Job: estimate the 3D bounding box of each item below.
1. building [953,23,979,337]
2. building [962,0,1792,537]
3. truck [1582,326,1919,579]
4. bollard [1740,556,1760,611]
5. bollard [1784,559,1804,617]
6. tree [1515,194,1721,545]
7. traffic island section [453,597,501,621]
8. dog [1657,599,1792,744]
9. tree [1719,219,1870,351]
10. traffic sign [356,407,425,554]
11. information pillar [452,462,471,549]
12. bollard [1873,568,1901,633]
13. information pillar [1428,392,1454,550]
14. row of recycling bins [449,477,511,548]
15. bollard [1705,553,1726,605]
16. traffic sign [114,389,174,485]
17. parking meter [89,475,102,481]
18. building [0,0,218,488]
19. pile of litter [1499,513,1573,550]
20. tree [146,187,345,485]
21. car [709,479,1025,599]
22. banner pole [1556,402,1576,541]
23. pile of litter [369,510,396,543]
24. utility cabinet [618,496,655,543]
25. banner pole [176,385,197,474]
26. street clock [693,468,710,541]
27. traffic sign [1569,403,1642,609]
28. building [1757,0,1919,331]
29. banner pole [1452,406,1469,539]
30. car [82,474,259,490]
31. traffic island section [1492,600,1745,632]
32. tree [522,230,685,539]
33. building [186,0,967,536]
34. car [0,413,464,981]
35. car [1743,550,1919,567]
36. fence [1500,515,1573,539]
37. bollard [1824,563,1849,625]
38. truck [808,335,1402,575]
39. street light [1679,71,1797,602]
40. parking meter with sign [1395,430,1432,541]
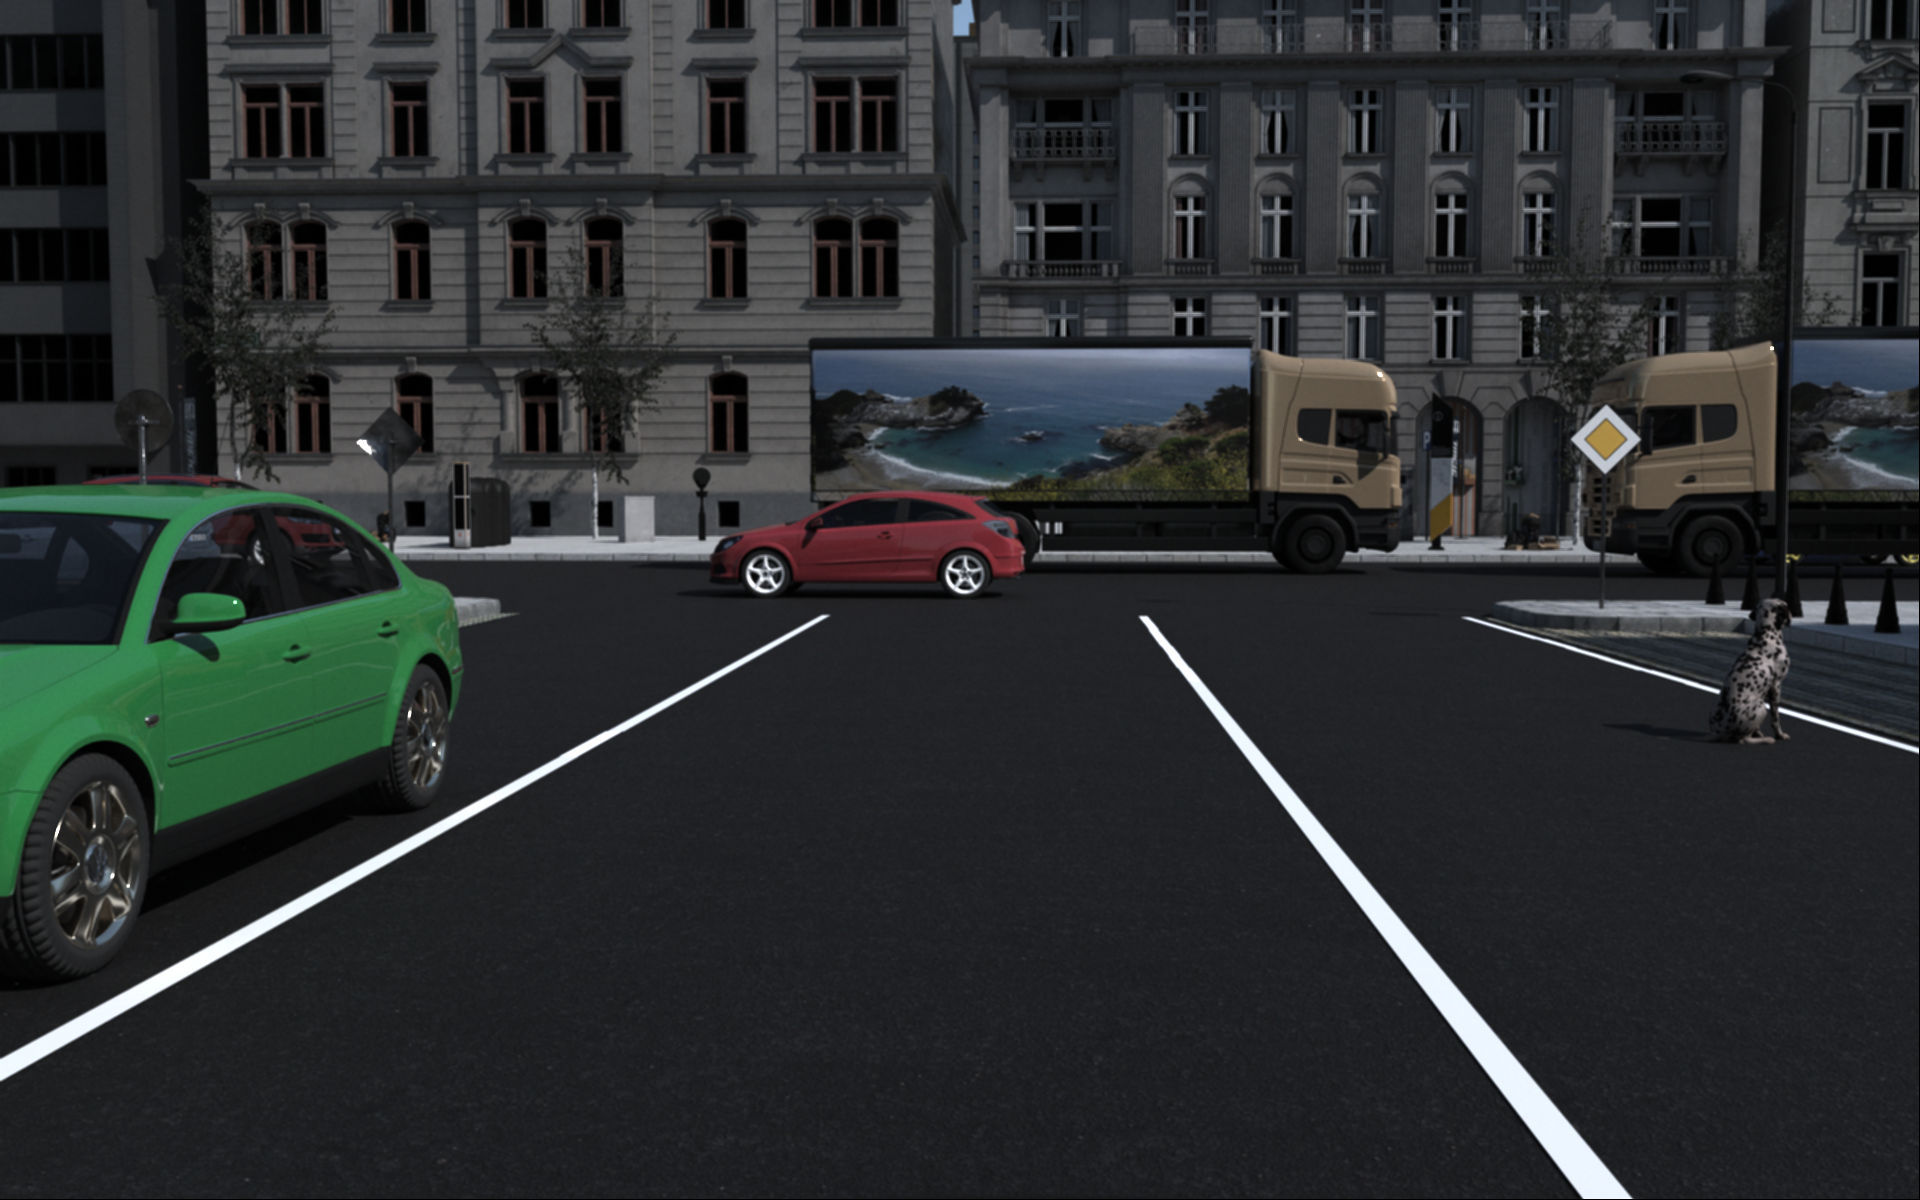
[{"bbox_3d":[-5.514,-41.532,221.044,28.212,58.520,21.231,0,4,3],"label":"building"},{"bbox_3d":[12.394,-13.193,57.506,24.055,21.916,13.314,0,4,3],"label":"building"},{"bbox_3d":[16.169,-2.519,30.103,11.283,4.237,2.839,0,4,3],"label":"truck"},{"bbox_3d":[8.748,-0.189,19.133,0.229,0.601,0.229,0,3,0],"label":"bollard"},{"bbox_3d":[8.698,-0.125,18.093,0.229,0.601,0.229,0,3,0],"label":"bollard"},{"bbox_3d":[15.830,-5.705,43.641,4.360,8.622,3.978,0,3,0],"label":"tree"},{"bbox_3d":[-6.588,0.137,20.045,2.009,0.180,2.903,0,4,3],"label":"traffic island section"},{"bbox_3d":[4.492,0.411,10.119,0.800,0.831,0.513,1,4,9],"label":"dog"},{"bbox_3d":[21.700,-5.874,46.400,4.360,8.622,3.978,0,3,0],"label":"tree"},{"bbox_3d":[-6.564,-0.999,19.982,0.795,2.450,0.064,0,4,3],"label":"traffic sign"},{"bbox_3d":[-11.608,-2.193,40.349,0.304,2.012,0.304,0,4,4],"label":"information pillar"},{"bbox_3d":[8.594,0.001,16.032,0.229,0.601,0.229,0,3,0],"label":"bollard"},{"bbox_3d":[10.997,-2.950,39.580,0.504,3.616,0.183,2,4,29],"label":"information pillar"},{"bbox_3d":[-11.854,-2.194,42.979,1.069,1.692,3.534,0,4,-2],"label":"row of recycling bins"},{"bbox_3d":[8.798,-0.252,20.158,0.229,0.601,0.229,0,3,0],"label":"bollard"},{"bbox_3d":[-9.899,-1.278,21.005,0.768,2.556,0.104,0,4,8],"label":"traffic sign"},{"bbox_3d":[-25.879,-2.825,51.902,0.399,1.863,0.255,3,5,42],"label":"parking meter"},{"bbox_3d":[-39.115,-14.765,60.470,30.058,24.678,14.314,0,4,3],"label":"building"},{"bbox_3d":[13.275,-1.582,39.835,1.719,0.858,1.176,1,4,10],"label":"pile of litter"},{"bbox_3d":[-17.607,-5.647,42.693,4.360,8.622,3.978,0,3,0],"label":"tree"},{"bbox_3d":[-1.322,-0.946,24.514,4.494,1.783,2.155,0,4,4],"label":"car"},{"bbox_3d":[16.454,-3.493,47.134,0.401,3.779,0.863,-2,4,-24],"label":"banner pole"},{"bbox_3d":[-15.610,-1.975,46.249,1.176,0.858,1.719,0,4,1],"label":"pile of litter"},{"bbox_3d":[-8.598,-2.131,45.996,0.306,1.237,1.020,3,5,40],"label":"utility cabinet"},{"bbox_3d":[-17.695,-3.036,39.660,0.863,3.779,0.401,2,4,35],"label":"banner pole"},{"bbox_3d":[-7.117,-2.642,47.768,0.471,2.002,0.358,0,4,-6],"label":"street clock"},{"bbox_3d":[7.163,-0.957,19.286,0.795,2.450,0.064,0,4,3],"label":"traffic sign"},{"bbox_3d":[46.742,-17.197,57.593,44.131,29.872,17.030,0,4,3],"label":"building"},{"bbox_3d":[14.175,-3.627,49.311,0.863,3.779,0.401,-3,5,-41],"label":"banner pole"},{"bbox_3d":[-14.419,-1.499,33.187,5.304,1.827,2.281,0,4,3],"label":"car"},{"bbox_3d":[7.186,0.179,19.362,2.009,0.180,2.903,0,4,3],"label":"traffic island section"},{"bbox_3d":[-10.171,-6.046,49.216,4.360,8.622,3.978,0,3,0],"label":"tree"},{"bbox_3d":[-11.572,-16.564,58.212,23.554,28.519,14.401,0,4,3],"label":"building"},{"bbox_3d":[-3.361,0.138,6.537,1.959,1.807,4.718,0,4,3],"label":"car"},{"bbox_3d":[17.540,-1.554,34.995,3.694,1.707,1.945,0,4,2],"label":"car"},{"bbox_3d":[16.743,-2.129,50.182,2.069,0.683,0.278,1,4,13],"label":"fence"},{"bbox_3d":[8.647,-0.063,17.067,0.229,0.601,0.229,0,3,0],"label":"bollard"},{"bbox_3d":[2.967,-2.633,31.955,11.283,4.237,2.839,0,4,3],"label":"truck"},{"bbox_3d":[8.600,-2.852,19.165,1.470,5.913,1.316,0,4,3],"label":"street light"},{"bbox_3d":[12.009,-3.125,47.355,1.738,3.016,0.543,-1,4,-10],"label":"parking meter with sign"}]
